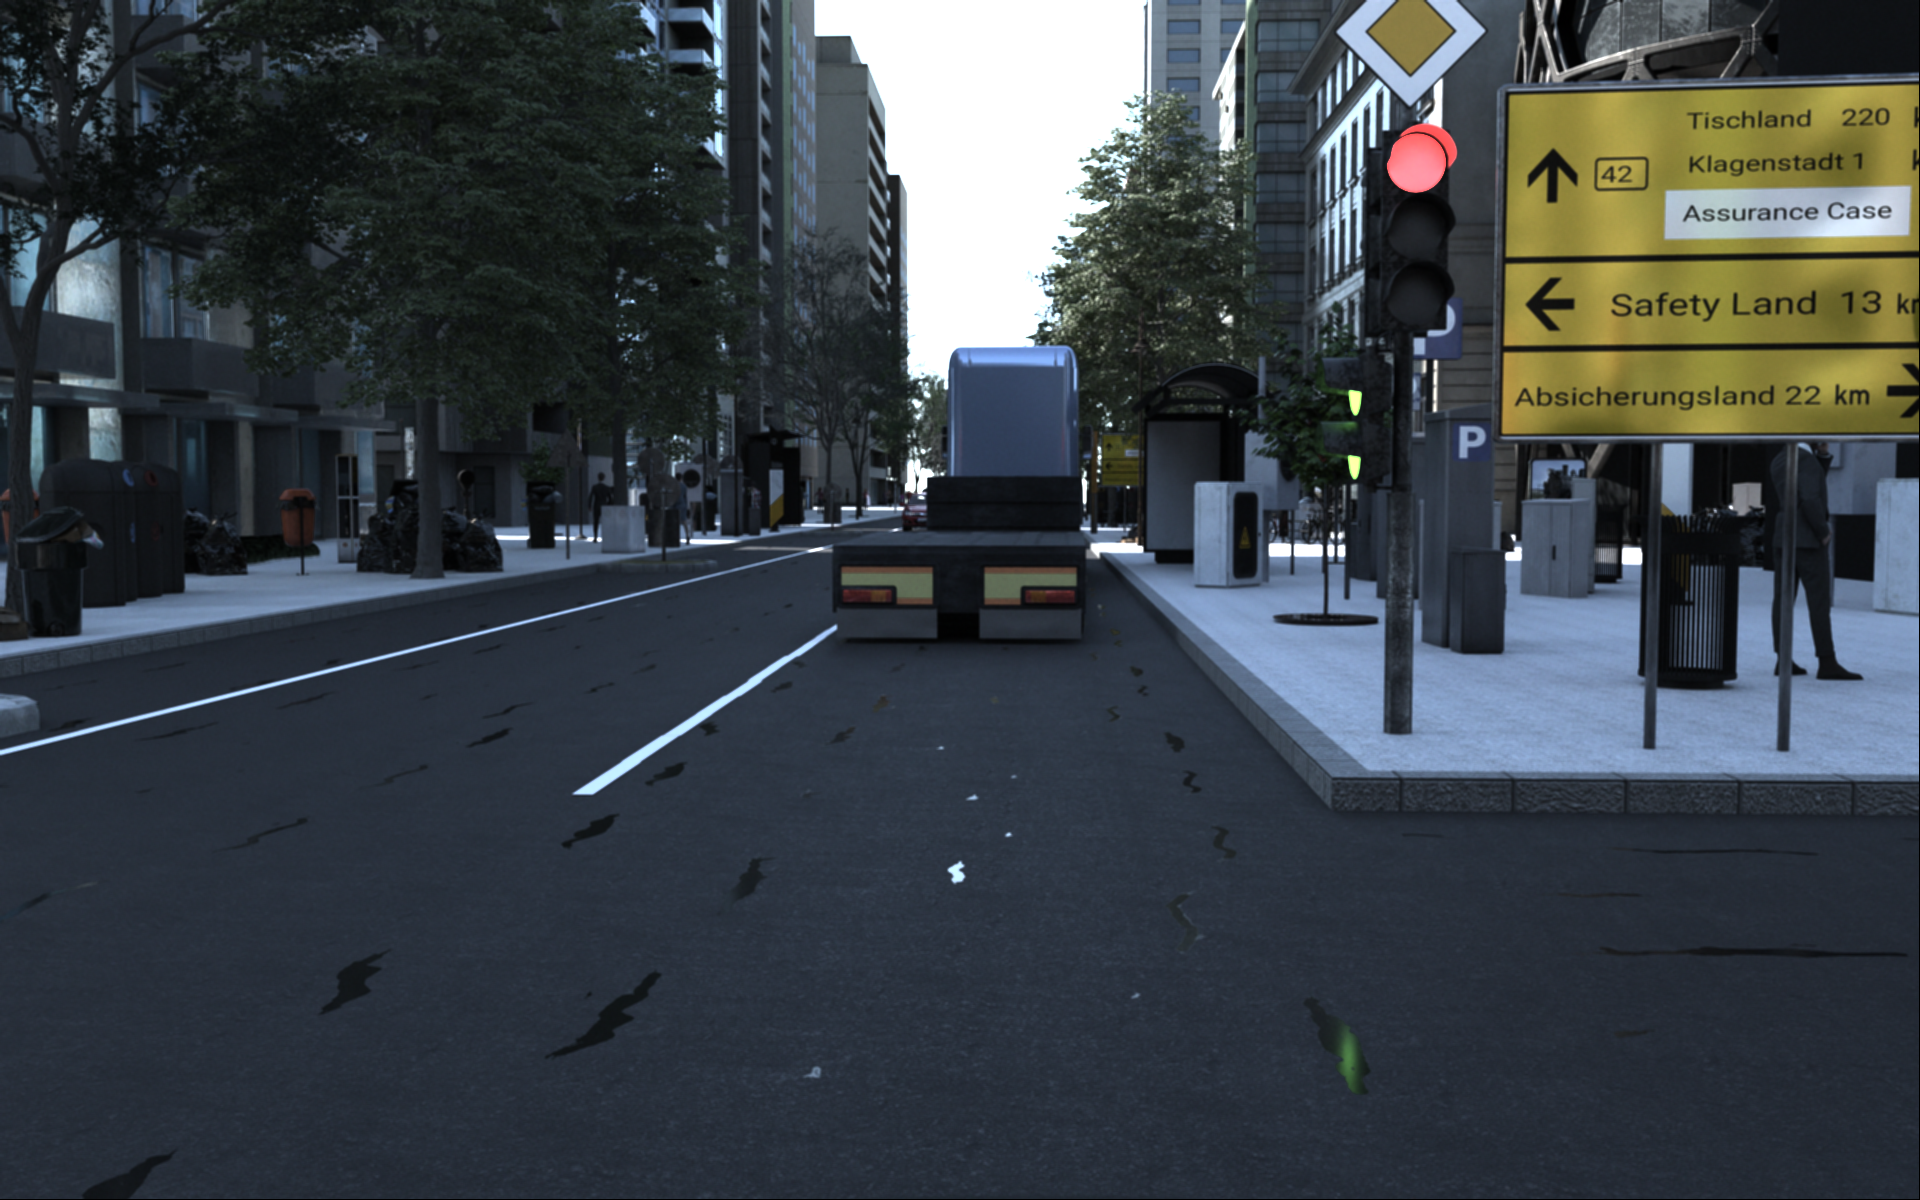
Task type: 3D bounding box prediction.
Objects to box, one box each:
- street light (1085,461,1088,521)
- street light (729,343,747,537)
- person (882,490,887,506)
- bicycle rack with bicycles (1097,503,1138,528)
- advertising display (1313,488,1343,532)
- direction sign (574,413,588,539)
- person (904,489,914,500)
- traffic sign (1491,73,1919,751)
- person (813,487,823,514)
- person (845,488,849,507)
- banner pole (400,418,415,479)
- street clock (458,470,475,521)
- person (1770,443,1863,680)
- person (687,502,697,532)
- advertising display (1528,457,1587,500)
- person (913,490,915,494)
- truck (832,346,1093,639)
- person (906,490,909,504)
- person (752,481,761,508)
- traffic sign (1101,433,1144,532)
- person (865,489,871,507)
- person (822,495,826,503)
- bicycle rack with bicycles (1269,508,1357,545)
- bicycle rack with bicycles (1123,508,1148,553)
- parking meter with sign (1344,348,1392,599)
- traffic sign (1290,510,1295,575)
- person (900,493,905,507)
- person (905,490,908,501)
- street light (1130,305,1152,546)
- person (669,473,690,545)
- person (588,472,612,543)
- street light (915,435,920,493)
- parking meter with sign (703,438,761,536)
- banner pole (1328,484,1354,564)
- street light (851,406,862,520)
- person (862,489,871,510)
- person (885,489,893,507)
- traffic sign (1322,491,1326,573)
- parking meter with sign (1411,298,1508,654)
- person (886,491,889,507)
[{"bbox_3d":[6.139,-6.794,83.872,0.468,5.910,1.993,0,4,3],"label":"street light"},{"bbox_3d":[-6.723,-4.841,51.936,0.468,5.910,1.993,0,4,3],"label":"street light"},{"bbox_3d":[-7.924,-10.768,183.020,0.541,1.710,0.530,1,4,11],"label":"person"},{"bbox_3d":[6.434,-3.244,66.422,2.852,0.926,2.925,0,4,-6],"label":"bicycle rack with bicycles"},{"bbox_3d":[12.412,-3.253,58.402,0.974,1.923,0.123,1,4,16],"label":"advertising display"},{"bbox_3d":[-10.751,-3.489,49.042,0.379,3.537,0.876,-1,4,-18],"label":"direction sign"},{"bbox_3d":[-5.092,-10.467,177.114,1.348,1.831,0.705,0,4,1],"label":"person"},{"bbox_3d":[3.797,-0.900,8.590,2.265,3.308,0.079,0,4,7],"label":"traffic sign"},{"bbox_3d":[-9.060,-6.488,112.837,1.217,1.743,0.721,2,4,27],"label":"person"},{"bbox_3d":[-11.375,-10.319,174.387,0.705,1.869,1.348,-1,4,-9],"label":"person"},{"bbox_3d":[-18.294,-4.115,57.301,0.863,3.779,0.401,2,4,35],"label":"banner pole"},{"bbox_3d":[-15.002,-2.942,52.676,0.471,2.002,0.358,-3,4,-36],"label":"street clock"},{"bbox_3d":[5.985,-0.414,12.181,0.474,1.900,0.648,0,4,-6],"label":"person"},{"bbox_3d":[-9.106,-2.940,58.788,0.373,1.253,0.362,-2,4,-30],"label":"person"},{"bbox_3d":[10.565,-1.556,30.662,0.974,1.923,0.123,1,4,9],"label":"advertising display"},{"bbox_3d":[-5.325,-11.611,196.699,0.721,1.723,1.217,2,4,32],"label":"person"},{"bbox_3d":[0.583,-2.201,25.740,2.967,4.110,18.799,0,4,4],"label":"truck"},{"bbox_3d":[-6.330,-12.543,211.566,0.568,1.767,0.683,-1,4,-21],"label":"person"},{"bbox_3d":[-7.123,-3.264,60.239,0.563,1.720,0.643,3,5,43],"label":"person"},{"bbox_3d":[5.873,-3.936,58.221,2.265,3.308,0.079,0,4,7],"label":"traffic sign"},{"bbox_3d":[-9.185,-10.101,171.861,0.621,1.740,0.551,-1,4,-8],"label":"person"},{"bbox_3d":[-9.599,-7.146,122.971,0.705,1.812,1.348,2,4,29],"label":"person"},{"bbox_3d":[9.359,-1.891,44.305,2.852,0.926,2.925,-1,4,-10],"label":"bicycle rack with bicycles"},{"bbox_3d":[5.294,-1.557,38.835,2.852,0.926,2.925,1,4,12],"label":"bicycle rack with bicycles"},{"bbox_3d":[5.527,-1.524,21.184,1.738,3.016,0.543,-1,4,-11],"label":"parking meter with sign"},{"bbox_3d":[5.290,-1.552,27.510,0.606,2.300,0.079,0,4,8],"label":"traffic sign"},{"bbox_3d":[-5.904,-10.356,178.592,0.599,1.433,0.991,3,5,40],"label":"person"},{"bbox_3d":[-6.581,-12.609,212.884,0.721,1.739,1.217,1,4,11],"label":"person"},{"bbox_3d":[4.431,-4.264,42.496,0.468,5.910,1.993,0,4,3],"label":"street light"},{"bbox_3d":[-7.075,-2.306,43.769,0.581,1.822,0.654,-2,4,-32],"label":"person"},{"bbox_3d":[-9.495,-2.435,45.634,0.659,1.850,0.755,-1,4,-19],"label":"person"},{"bbox_3d":[-3.143,-9.488,127.911,0.468,5.910,1.993,0,4,3],"label":"street light"},{"bbox_3d":[-7.035,-3.497,53.434,1.738,3.016,0.543,0,4,-5],"label":"parking meter with sign"},{"bbox_3d":[7.140,-2.557,31.825,0.863,3.779,0.401,-1,4,-15],"label":"banner pole"},{"bbox_3d":[-5.133,-6.949,86.404,0.468,5.910,1.993,0,4,3],"label":"street light"},{"bbox_3d":[-7.862,-8.321,142.807,1.217,1.743,0.721,2,4,32],"label":"person"},{"bbox_3d":[-6.951,-10.018,170.558,0.721,1.735,1.217,-3,4,-37],"label":"person"},{"bbox_3d":[5.919,-1.708,28.038,0.768,2.556,0.104,1,4,10],"label":"traffic sign"},{"bbox_3d":[4.196,-1.124,14.636,0.543,3.016,1.738,0,4,-1],"label":"parking meter with sign"},{"bbox_3d":[-7.341,-10.403,177.596,0.593,1.643,0.415,-1,4,-22],"label":"person"}]
